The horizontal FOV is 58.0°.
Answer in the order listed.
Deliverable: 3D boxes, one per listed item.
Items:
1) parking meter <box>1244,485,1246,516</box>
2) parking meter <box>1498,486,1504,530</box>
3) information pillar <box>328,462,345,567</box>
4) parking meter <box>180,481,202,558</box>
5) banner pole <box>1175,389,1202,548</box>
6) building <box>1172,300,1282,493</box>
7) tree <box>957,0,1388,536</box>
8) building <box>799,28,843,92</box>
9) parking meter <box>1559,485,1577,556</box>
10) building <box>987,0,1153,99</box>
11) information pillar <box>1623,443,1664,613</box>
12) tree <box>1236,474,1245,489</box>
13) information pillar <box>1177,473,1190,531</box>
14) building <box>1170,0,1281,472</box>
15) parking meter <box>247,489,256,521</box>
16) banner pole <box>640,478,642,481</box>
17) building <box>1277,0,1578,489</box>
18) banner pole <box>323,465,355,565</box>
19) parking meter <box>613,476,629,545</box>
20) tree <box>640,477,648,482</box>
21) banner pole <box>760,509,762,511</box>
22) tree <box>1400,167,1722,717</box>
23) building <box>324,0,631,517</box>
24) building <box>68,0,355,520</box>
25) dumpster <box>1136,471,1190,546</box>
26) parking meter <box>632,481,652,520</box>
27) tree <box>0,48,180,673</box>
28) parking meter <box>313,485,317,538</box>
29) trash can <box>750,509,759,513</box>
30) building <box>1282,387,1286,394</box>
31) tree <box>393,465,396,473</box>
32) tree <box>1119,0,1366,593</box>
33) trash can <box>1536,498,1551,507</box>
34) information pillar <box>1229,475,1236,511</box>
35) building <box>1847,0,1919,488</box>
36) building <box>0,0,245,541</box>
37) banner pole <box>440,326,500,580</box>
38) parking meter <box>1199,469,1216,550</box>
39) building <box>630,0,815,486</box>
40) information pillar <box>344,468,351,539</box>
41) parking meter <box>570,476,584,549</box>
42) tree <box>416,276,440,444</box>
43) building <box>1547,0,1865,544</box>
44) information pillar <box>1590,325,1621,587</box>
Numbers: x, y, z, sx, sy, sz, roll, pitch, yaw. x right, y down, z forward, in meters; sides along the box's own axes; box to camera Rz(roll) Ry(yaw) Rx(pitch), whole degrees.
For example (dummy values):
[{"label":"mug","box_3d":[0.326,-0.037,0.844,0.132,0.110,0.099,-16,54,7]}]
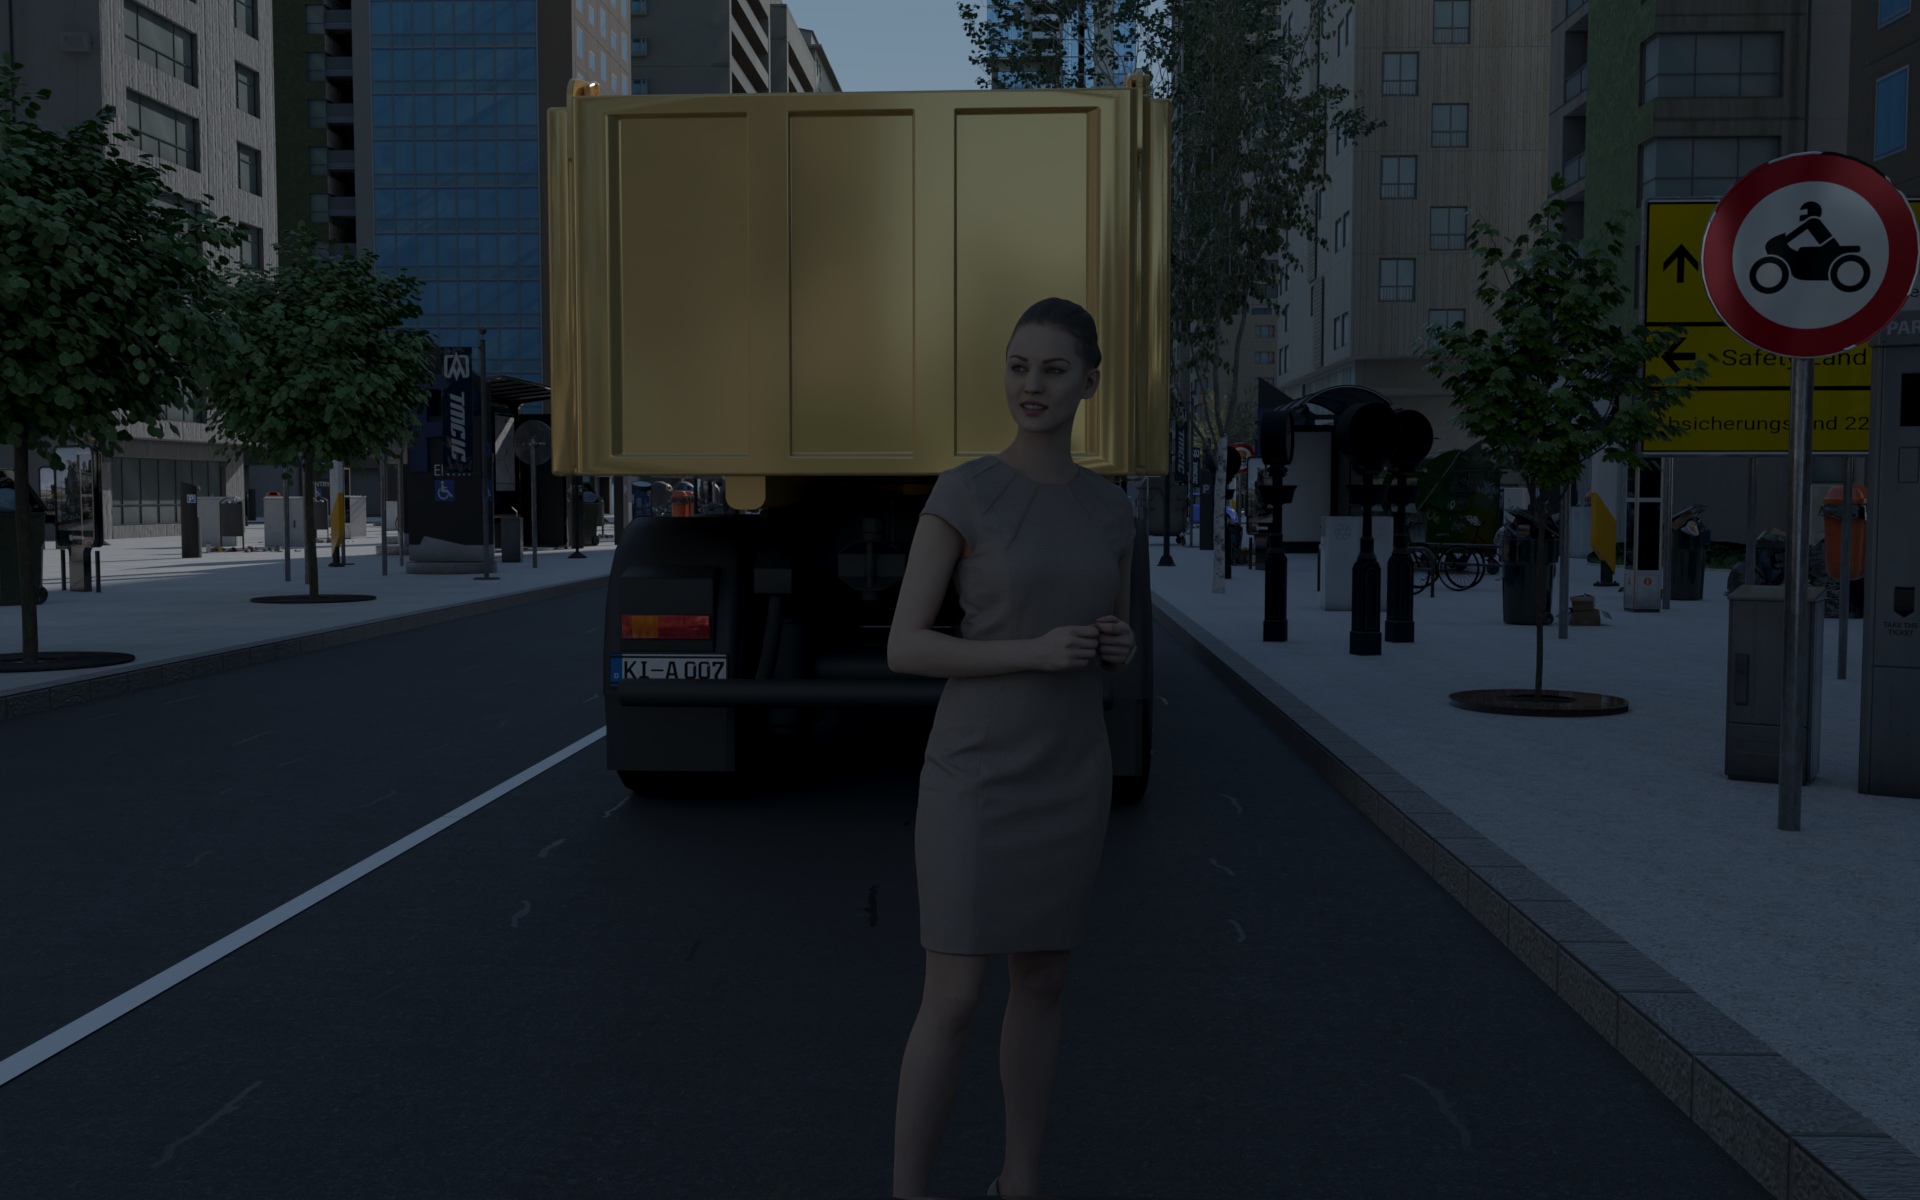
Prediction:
[{"label":"parking meter","box_3d":[16.516,-5.729,99.387,0.255,1.863,0.399,3,5,39]},{"label":"parking meter","box_3d":[15.937,-2.628,51.372,0.372,1.533,0.369,0,3,0]},{"label":"information pillar","box_3d":[-10.954,-2.387,30.388,0.183,3.616,0.504,-3,4,-37]},{"label":"parking meter","box_3d":[-15.468,-1.616,34.832,0.372,1.533,0.369,0,3,0]},{"label":"banner pole","box_3d":[5.387,-3.141,41.371,0.863,3.779,0.401,-3,5,-42]},{"label":"building","box_3d":[37.352,-20.562,181.223,27.650,21.520,28.899,0,4,2]},{"label":"tree","box_3d":[7.054,-12.014,52.311,12.611,20.169,13.585,0,3,0]},{"label":"building","box_3d":[-28.194,-37.569,203.487,27.495,52.752,28.713,0,4,2]},{"label":"parking meter","box_3d":[12.477,-1.826,35.569,0.255,1.863,0.399,0,4,4]},{"label":"building","box_3d":[15.801,-58.012,261.170,31.000,86.520,22.319,0,4,2]},{"label":"information pillar","box_3d":[7.431,-0.876,18.815,0.304,2.012,0.304,0,3,0]},{"label":"tree","box_3d":[22.973,-9.198,134.094,4.285,4.588,4.351,0,3,0]},{"label":"information pillar","box_3d":[7.858,-3.455,60.977,0.304,2.012,0.304,-3,4,-37]},{"label":"building","box_3d":[33.734,-46.889,204.894,20.563,71.187,20.611,0,4,2]},{"label":"parking meter","box_3d":[-34.184,-4.597,83.569,0.372,1.533,0.369,0,3,0]},{"label":"banner pole","box_3d":[-18.996,-6.840,101.859,0.863,3.779,0.401,-1,4,-21]},{"label":"building","box_3d":[34.304,-31.514,104.494,27.495,52.752,28.713,0,4,2]},{"label":"banner pole","box_3d":[-11.395,-2.533,31.425,0.863,3.779,0.401,2,4,27]},{"label":"parking meter","box_3d":[-8.574,-2.332,43.836,0.255,1.863,0.399,1,4,14]},{"label":"tree","box_3d":[-15.914,-5.857,90.362,1.663,3.219,1.824,0,3,0]},{"label":"banner pole","box_3d":[-8.030,-4.775,68.086,0.863,3.779,0.401,1,4,19]},{"label":"tree","box_3d":[3.615,-0.961,10.308,1.663,3.219,1.824,0,3,0]},{"label":"building","box_3d":[-27.543,-27.566,100.809,14.600,45.320,14.200,0,4,2]},{"label":"building","box_3d":[-40.938,-20.172,101.519,14.107,30.474,14.160,0,4,2]},{"label":"dumpster","box_3d":[5.120,-2.321,43.710,1.264,1.857,1.865,0,4,2]},{"label":"parking meter","box_3d":[-5.934,-1.463,32.335,0.372,1.533,0.369,0,3,0]},{"label":"tree","box_3d":[-7.091,-1.792,13.014,4.285,4.588,4.351,0,3,0]},{"label":"parking meter","box_3d":[-19.020,-2.584,50.665,0.372,1.533,0.369,0,3,0]},{"label":"trash can","box_3d":[-13.887,-6.448,117.071,0.748,1.137,0.748,0,3,0]},{"label":"building","box_3d":[32.148,-29.294,129.064,14.600,45.320,14.200,0,4,2]},{"label":"tree","box_3d":[-16.694,-3.586,53.235,1.663,3.219,1.824,0,3,0]},{"label":"tree","box_3d":[3.242,-4.405,22.379,4.360,8.622,3.978,0,3,0]},{"label":"trash can","box_3d":[21.193,-3.157,63.277,0.748,1.137,0.748,0,3,0]},{"label":"information pillar","box_3d":[14.186,-6.041,90.130,0.183,3.616,0.504,-2,4,-29]},{"label":"building","box_3d":[24.301,-23.007,26.269,14.600,45.320,14.200,0,4,2]},{"label":"building","box_3d":[-29.854,-17.250,53.740,14.107,30.474,14.160,0,4,2]},{"label":"banner pole","box_3d":[-7.345,-2.195,25.913,0.863,3.779,0.401,0,4,-2]},{"label":"parking meter","box_3d":[5.705,-2.075,39.639,0.399,1.863,0.255,3,5,39]},{"label":"building","box_3d":[-25.748,-33.218,166.821,21.300,48.544,21.600,0,4,2]},{"label":"information pillar","box_3d":[-17.484,-2.726,49.068,0.304,2.012,0.304,1,4,18]},{"label":"parking meter","box_3d":[-9.015,-2.143,40.754,0.255,1.863,0.399,-1,4,-21]},{"label":"tree","box_3d":[-7.800,-2.274,20.886,4.285,4.588,4.351,0,3,0]},{"label":"building","box_3d":[24.291,-22.319,48.510,14.154,41.232,14.086,0,4,2]},{"label":"information pillar","box_3d":[8.930,-1.993,23.948,0.504,3.616,0.183,-2,4,-35]}]
